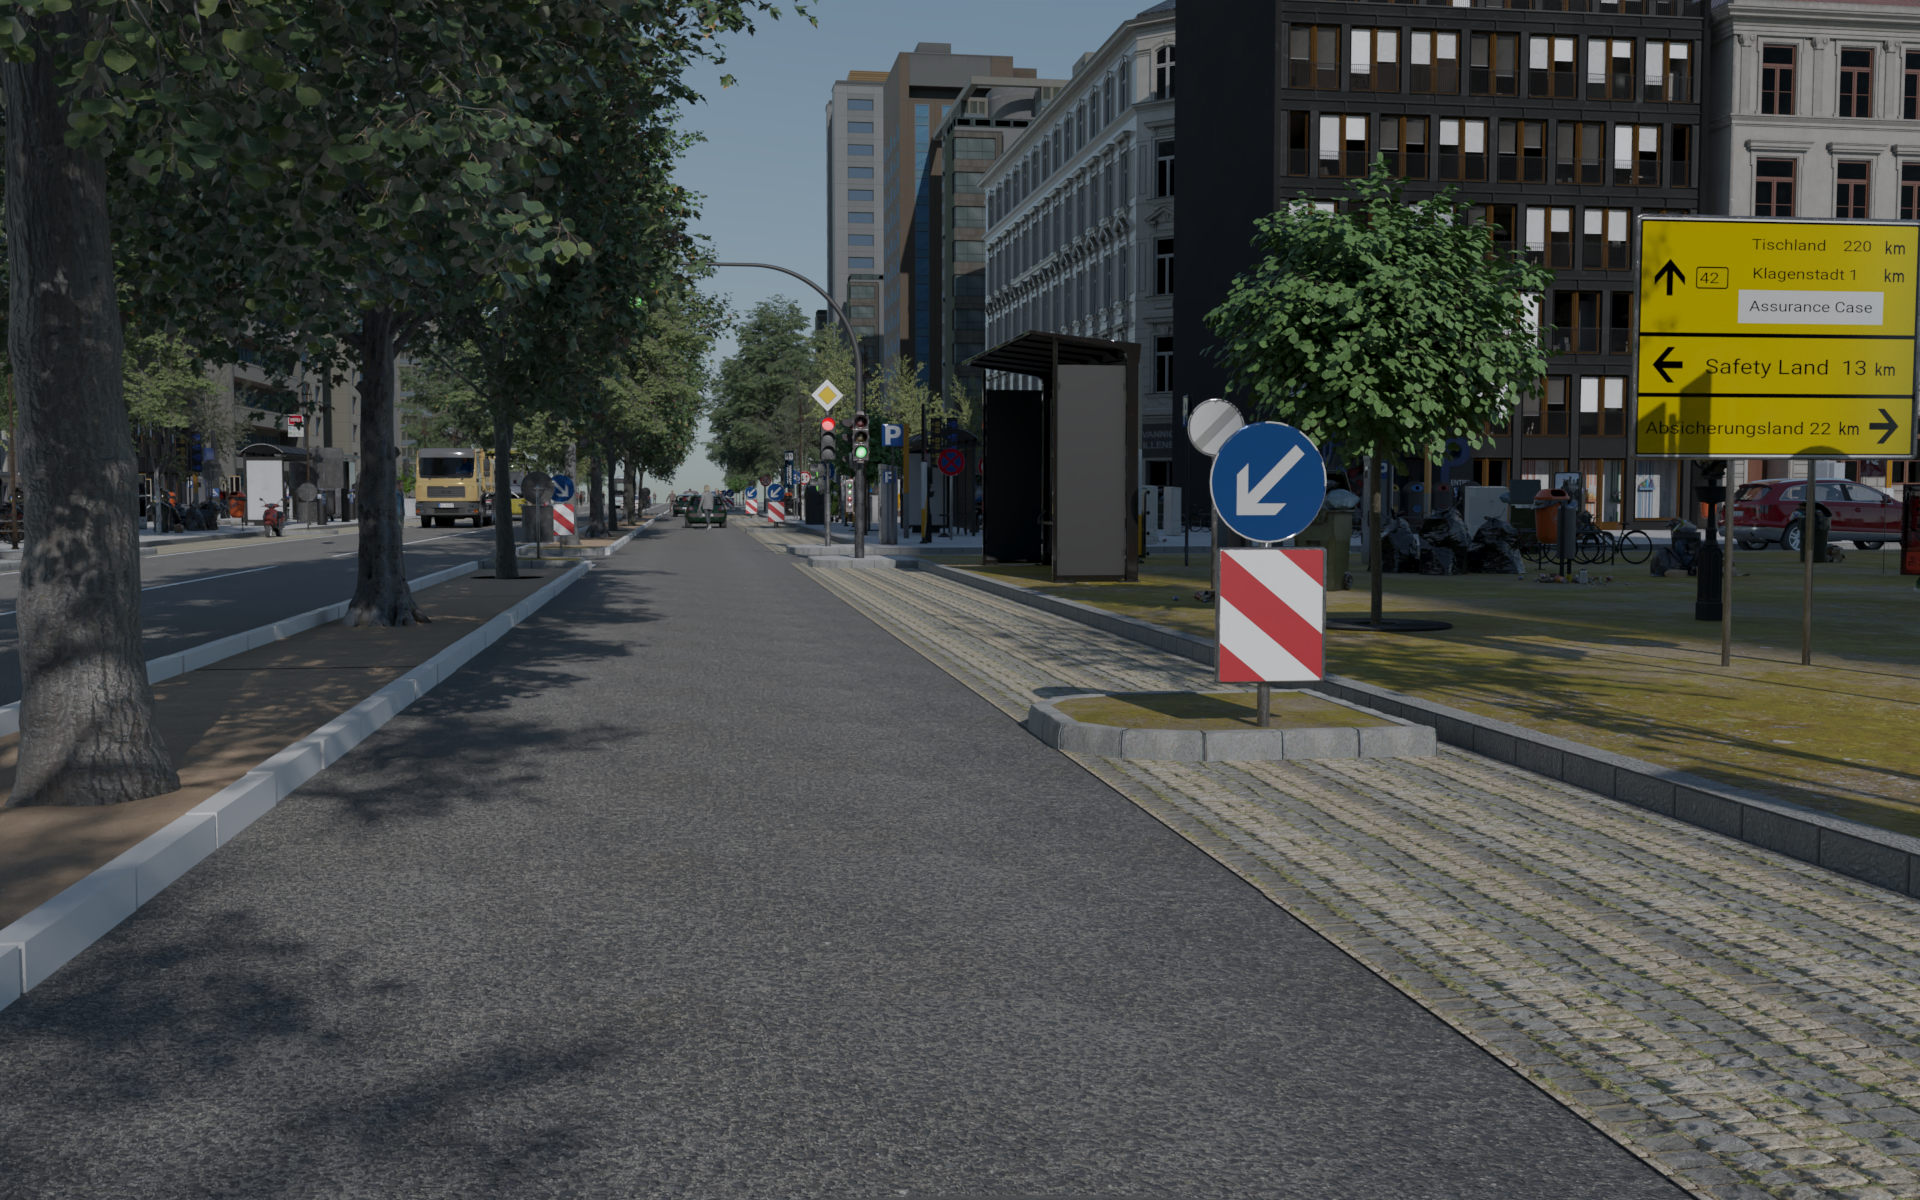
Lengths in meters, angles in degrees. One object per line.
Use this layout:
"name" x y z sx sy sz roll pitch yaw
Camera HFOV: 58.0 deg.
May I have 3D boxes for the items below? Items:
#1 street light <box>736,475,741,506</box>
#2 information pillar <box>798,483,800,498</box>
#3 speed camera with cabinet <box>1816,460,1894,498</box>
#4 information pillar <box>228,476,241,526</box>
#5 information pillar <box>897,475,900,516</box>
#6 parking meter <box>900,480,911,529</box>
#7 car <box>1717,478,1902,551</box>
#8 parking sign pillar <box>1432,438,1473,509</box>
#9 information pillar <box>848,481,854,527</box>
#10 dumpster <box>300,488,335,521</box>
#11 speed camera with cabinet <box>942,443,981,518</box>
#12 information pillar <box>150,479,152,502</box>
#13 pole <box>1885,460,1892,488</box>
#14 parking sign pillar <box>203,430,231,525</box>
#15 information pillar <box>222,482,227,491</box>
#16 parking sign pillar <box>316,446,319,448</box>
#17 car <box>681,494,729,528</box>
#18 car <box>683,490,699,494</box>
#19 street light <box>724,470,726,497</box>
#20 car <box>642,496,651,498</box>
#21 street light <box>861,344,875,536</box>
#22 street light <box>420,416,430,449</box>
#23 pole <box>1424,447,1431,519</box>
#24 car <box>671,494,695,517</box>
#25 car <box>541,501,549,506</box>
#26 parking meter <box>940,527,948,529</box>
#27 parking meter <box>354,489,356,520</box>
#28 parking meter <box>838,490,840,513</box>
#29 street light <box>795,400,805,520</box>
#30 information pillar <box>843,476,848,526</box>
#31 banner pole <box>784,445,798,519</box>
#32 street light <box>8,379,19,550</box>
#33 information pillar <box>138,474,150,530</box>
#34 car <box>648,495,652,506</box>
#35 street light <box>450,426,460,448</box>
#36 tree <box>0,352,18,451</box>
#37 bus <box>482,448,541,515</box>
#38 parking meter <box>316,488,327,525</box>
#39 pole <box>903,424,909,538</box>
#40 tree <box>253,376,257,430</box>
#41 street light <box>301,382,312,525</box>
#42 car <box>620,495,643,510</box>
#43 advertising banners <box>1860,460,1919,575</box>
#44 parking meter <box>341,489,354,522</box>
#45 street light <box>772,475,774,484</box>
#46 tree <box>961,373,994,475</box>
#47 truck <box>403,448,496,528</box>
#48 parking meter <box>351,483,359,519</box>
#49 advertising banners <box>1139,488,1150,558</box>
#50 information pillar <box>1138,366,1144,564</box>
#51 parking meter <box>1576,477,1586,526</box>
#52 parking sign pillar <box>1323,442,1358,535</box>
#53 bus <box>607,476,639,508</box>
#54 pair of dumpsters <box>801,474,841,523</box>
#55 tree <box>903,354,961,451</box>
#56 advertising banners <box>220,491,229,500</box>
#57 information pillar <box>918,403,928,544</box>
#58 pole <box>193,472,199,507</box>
"street light" -27.116 -14.517 210.138 0.468 5.910 1.993 -1 4 -9
"information pillar" -10.786 -6.876 116.912 0.304 2.012 0.304 -1 4 -16
"speed camera with cabinet" 24.612 -3.269 47.779 0.660 3.252 2.038 -2 4 -34
"information pillar" -29.482 -4.035 70.469 0.304 2.012 0.304 2 4 30
"information pillar" -3.572 -6.602 99.296 0.183 3.616 0.504 -1 4 -20
"parking meter" -2.021 -3.579 64.231 0.399 1.863 0.255 3 5 39
"car" 21.246 -2.051 42.208 5.304 1.827 2.281 -1 4 -9
"parking sign pillar" 16.653 -4.285 58.524 1.447 3.967 1.447 -1 4 -13
"information pillar" -4.081 -4.639 67.204 0.183 3.616 0.504 1 4 11
"dumpster" -29.863 -4.570 80.476 1.264 1.857 1.865 -1 4 -9
"speed camera with cabinet" -0.164 -4.507 68.029 2.038 3.252 0.660 -2 4 -27
"information pillar" -39.256 -4.842 83.661 0.304 2.012 0.304 -3 5 -43
"pole" 28.712 -3.653 53.574 0.158 3.312 0.155 0 3 0
"parking sign pillar" -31.200 -5.124 72.244 1.447 3.967 1.447 -2 4 -30
"information pillar" -46.237 -6.396 109.061 0.304 2.012 0.304 2 4 25
"parking sign pillar" -35.905 -6.630 96.867 1.447 3.967 1.447 -2 4 -35
"car" -10.885 -3.931 74.063 2.009 1.686 4.222 -1 4 -10
"car" -28.291 -10.607 182.104 2.281 1.827 5.304 -1 4 -9
"street light" -37.179 -18.448 274.414 0.468 5.910 1.993 -1 4 -9
"car" -36.828 -11.695 200.259 2.155 1.783 4.494 0 4 -8
"street light" -2.922 -4.928 53.360 0.468 5.910 1.993 -1 4 -9
"street light" -31.703 -7.948 102.741 0.468 5.910 1.993 -1 4 -9
"pole" 14.542 -3.670 53.840 0.158 3.312 0.155 0 3 0
"car" -17.196 -6.074 109.103 2.009 1.686 4.222 0 4 -8
"car" -29.711 -6.841 120.895 2.155 1.783 4.494 -1 4 -8
"parking meter" -0.614 -3.596 64.498 0.399 1.863 0.255 -3 5 -41
"parking meter" -30.241 -4.748 86.048 0.372 1.533 0.369 0 3 0
"parking meter" -7.451 -5.917 105.158 0.372 1.533 0.369 0 3 0
"street light" -7.811 -6.854 84.843 0.468 5.910 1.993 -1 4 -9
"information pillar" -4.501 -4.720 68.530 0.183 3.616 0.504 -1 4 -10
"banner pole" -8.513 -5.989 87.943 0.863 3.779 0.401 -1 4 -13
"street light" -21.870 -4.106 39.918 0.468 5.910 1.993 -1 4 -9
"information pillar" -29.656 -3.560 62.694 0.304 2.012 0.304 3 5 44
"car" -38.713 -12.256 212.386 2.014 1.417 4.499 -1 4 -10
"street light" -33.748 -8.743 115.743 0.468 5.910 1.993 -1 4 -9
"tree" -35.545 -6.837 62.153 4.737 8.622 4.395 0 3 0
"bus" -24.795 -6.361 95.549 2.896 3.916 12.252 -1 4 -10
"parking meter" -26.252 -3.842 71.222 0.372 1.533 0.369 0 3 0
"pole" -1.557 -3.444 50.145 0.158 3.312 0.155 0 3 0
"tree" -36.890 -8.288 85.870 4.360 8.622 3.978 0 3 0
"street light" -26.850 -6.026 71.320 0.468 5.910 1.993 -1 4 -9
"car" -29.211 -8.681 154.290 2.083 1.381 4.827 0 4 -7
"advertising banners" 15.119 -1.897 27.209 2.074 3.025 0.090 3 5 43
"parking meter" -28.123 -4.333 79.257 0.372 1.533 0.369 0 3 0
"street light" -12.563 -8.776 116.281 0.468 5.910 1.993 -1 4 -9
"tree" 0.554 -9.422 104.414 4.737 8.622 4.395 0 3 0
"truck" -21.819 -4.849 75.201 3.469 3.379 9.791 -1 4 -10
"parking meter" -31.481 -5.168 90.211 0.399 1.863 0.255 3 5 39
"advertising banners" 3.058 -2.315 34.039 0.090 3.025 2.074 3 5 45
"information pillar" 3.177 -2.489 32.044 0.183 3.616 0.504 -3 5 -40
"parking meter" 21.171 -3.277 59.291 0.399 1.863 0.255 0 4 5
"parking sign pillar" 11.780 -4.031 54.378 1.447 3.967 1.447 0 4 -3
"bus" -33.237 -10.832 171.956 2.948 3.499 13.247 -1 4 -9
"pair of dumpsters" -6.345 -4.704 79.397 1.574 2.255 4.437 -1 4 -9
"tree" -2.596 -8.558 90.279 4.737 8.622 4.395 0 3 0
"advertising banners" -40.228 -6.006 94.385 0.090 3.025 2.074 3 5 41
"information pillar" -0.932 -3.277 44.941 0.183 3.616 0.504 0 4 6
"pole" -29.071 -4.405 65.863 0.158 3.312 0.155 0 3 0
